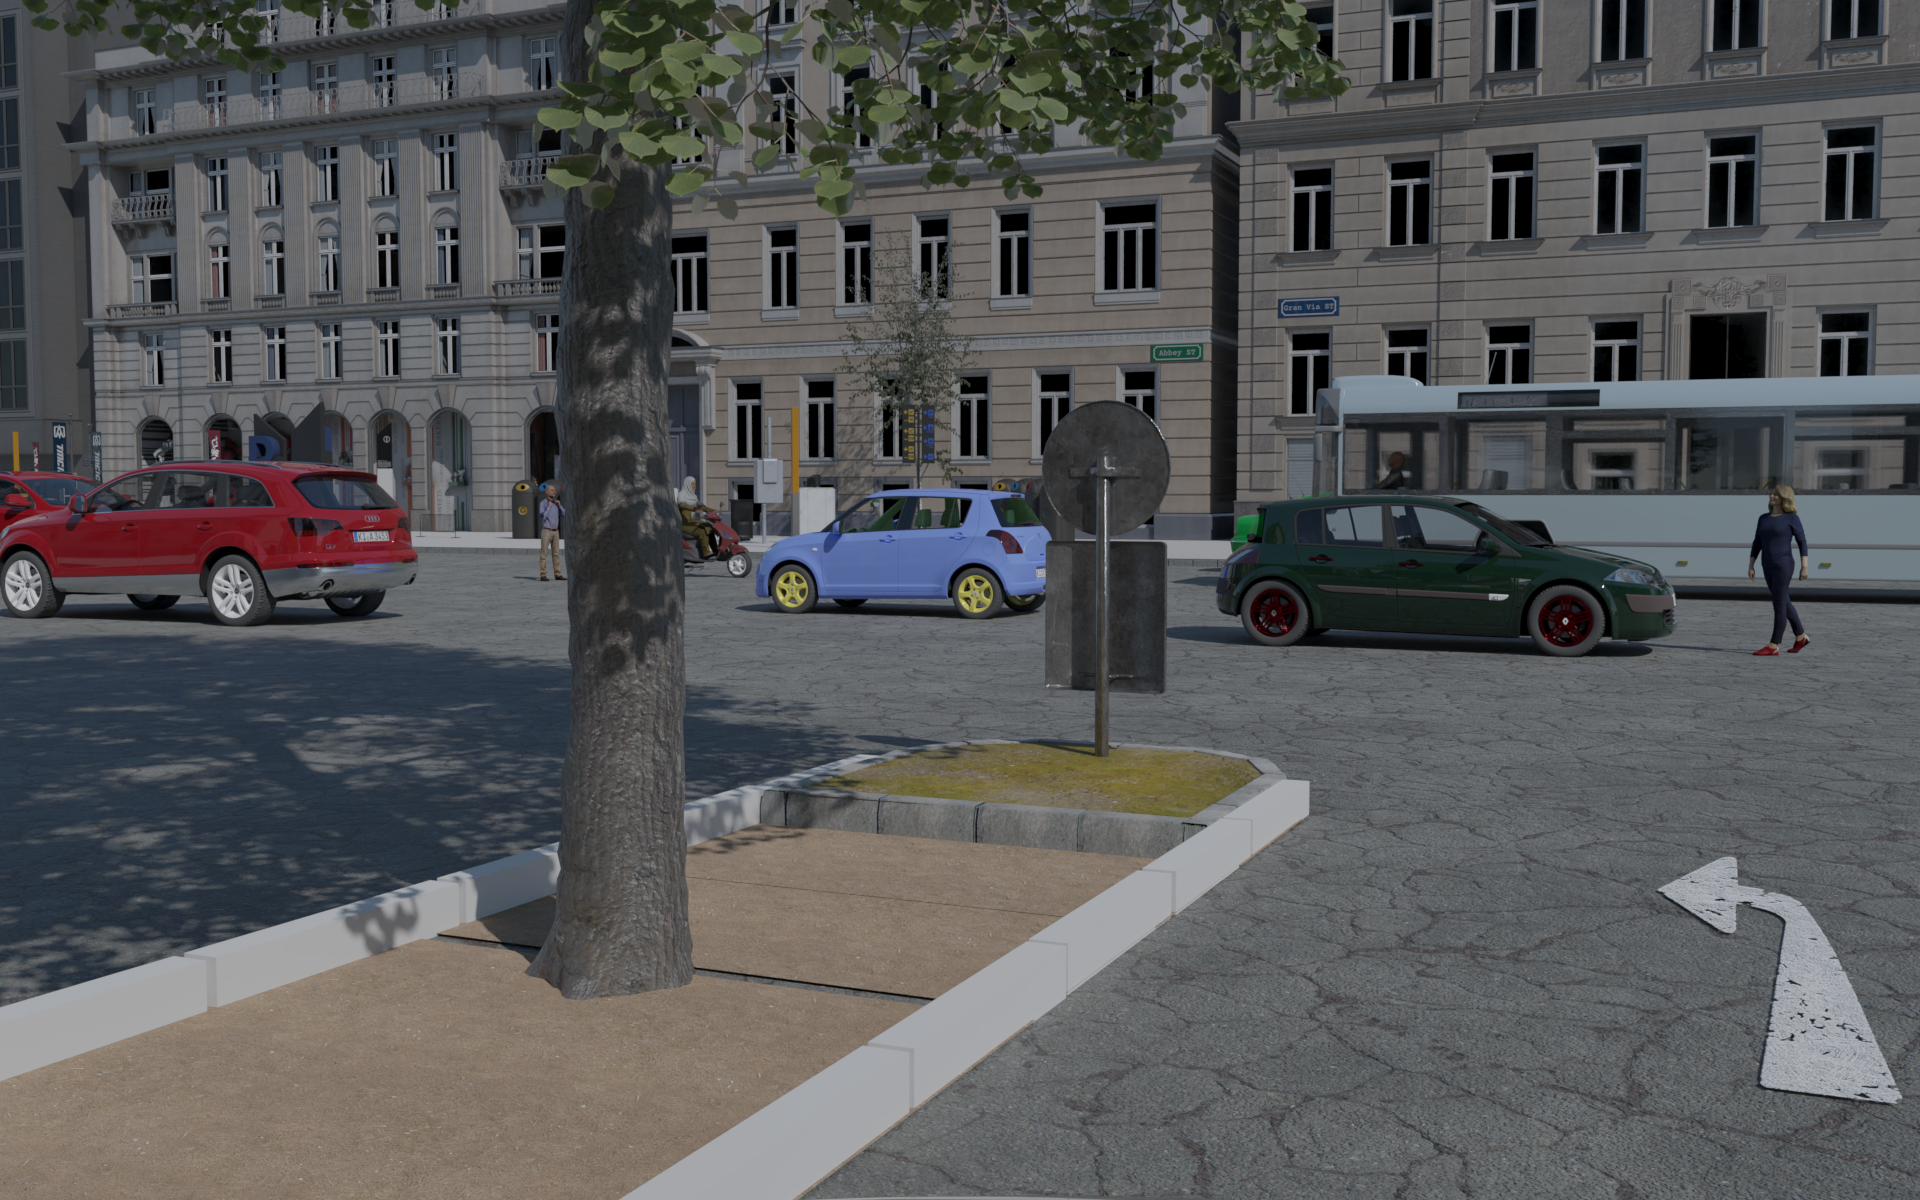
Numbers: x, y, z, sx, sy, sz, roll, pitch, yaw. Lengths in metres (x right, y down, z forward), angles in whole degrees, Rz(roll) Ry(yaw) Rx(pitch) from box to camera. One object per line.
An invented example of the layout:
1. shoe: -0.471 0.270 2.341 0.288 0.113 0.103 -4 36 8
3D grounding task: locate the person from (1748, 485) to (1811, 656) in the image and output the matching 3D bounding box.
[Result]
1. person: 7.337 -0.269 15.445 0.613 1.512 0.480 -3 5 -43

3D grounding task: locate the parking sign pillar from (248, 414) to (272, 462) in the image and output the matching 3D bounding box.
1. parking sign pillar: -23.052 -4.234 57.697 1.447 3.967 1.447 2 4 23

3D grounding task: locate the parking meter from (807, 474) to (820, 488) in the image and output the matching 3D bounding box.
1. parking meter: -4.339 -2.793 51.379 0.255 1.863 0.399 2 4 33

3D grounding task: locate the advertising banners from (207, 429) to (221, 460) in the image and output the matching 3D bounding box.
1. advertising banners: -20.027 -3.156 47.794 0.090 3.025 2.074 1 4 16

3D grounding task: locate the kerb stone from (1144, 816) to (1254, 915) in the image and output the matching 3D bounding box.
1. kerb stone: 0.884 0.968 6.371 0.120 0.150 1.000 2 4 24

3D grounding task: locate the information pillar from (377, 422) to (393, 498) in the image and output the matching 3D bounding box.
1. information pillar: -18.755 -3.988 56.556 0.504 3.616 0.183 0 4 -1

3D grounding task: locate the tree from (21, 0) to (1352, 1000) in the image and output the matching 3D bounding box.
1. tree: -0.925 -5.172 5.154 7.486 12.596 7.792 0 3 0

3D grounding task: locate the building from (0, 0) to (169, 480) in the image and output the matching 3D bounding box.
1. building: -41.484 -17.241 75.395 24.014 27.812 14.314 2 4 24

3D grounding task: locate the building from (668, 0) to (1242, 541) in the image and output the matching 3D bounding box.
1. building: 0.507 -16.539 56.322 20.117 28.700 13.634 2 4 24

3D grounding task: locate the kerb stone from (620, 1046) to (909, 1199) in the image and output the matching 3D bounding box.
1. kerb stone: -0.375 1.140 3.552 0.120 0.150 1.000 2 4 24

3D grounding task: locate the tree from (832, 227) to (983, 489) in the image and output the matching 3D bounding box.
1. tree: -1.222 -5.935 47.402 4.360 8.622 3.978 0 3 0

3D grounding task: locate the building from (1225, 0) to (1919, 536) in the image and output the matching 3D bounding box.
1. building: 20.789 -15.235 46.349 25.104 27.353 12.463 2 4 24

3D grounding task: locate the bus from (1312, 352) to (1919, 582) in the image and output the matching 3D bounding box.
1. bus: 10.799 -1.789 24.111 13.247 3.499 2.948 1 4 23

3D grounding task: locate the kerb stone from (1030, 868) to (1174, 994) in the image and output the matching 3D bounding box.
1. kerb stone: 0.457 1.026 5.427 0.120 0.150 1.000 2 4 24

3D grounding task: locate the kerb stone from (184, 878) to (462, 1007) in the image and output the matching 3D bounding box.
1. kerb stone: -1.909 1.035 5.276 0.120 0.150 1.000 2 4 24

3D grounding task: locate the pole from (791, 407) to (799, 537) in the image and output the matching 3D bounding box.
1. pole: -3.893 -2.875 40.853 0.158 3.312 0.155 0 3 0

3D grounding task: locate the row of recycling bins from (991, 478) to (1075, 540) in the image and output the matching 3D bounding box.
1. row of recycling bins: 1.858 -2.266 44.161 1.069 1.692 3.534 -2 4 -26

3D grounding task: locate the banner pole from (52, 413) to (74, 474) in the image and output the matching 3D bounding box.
1. banner pole: -27.460 -3.862 53.169 0.401 3.779 0.863 2 4 26

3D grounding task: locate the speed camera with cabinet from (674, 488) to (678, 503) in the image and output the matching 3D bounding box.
1. speed camera with cabinet: -8.364 -3.329 48.769 0.660 3.252 2.038 -1 4 -18

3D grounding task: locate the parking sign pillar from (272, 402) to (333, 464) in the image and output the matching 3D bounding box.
1. parking sign pillar: -19.149 -3.837 51.207 1.447 3.967 1.447 2 4 30

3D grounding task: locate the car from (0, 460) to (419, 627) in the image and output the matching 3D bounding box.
1. car: -8.849 -0.700 20.125 5.304 1.827 2.281 1 4 22

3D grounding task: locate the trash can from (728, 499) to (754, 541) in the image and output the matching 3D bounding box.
1. trash can: -5.968 -2.186 47.399 0.748 1.137 0.748 0 3 0

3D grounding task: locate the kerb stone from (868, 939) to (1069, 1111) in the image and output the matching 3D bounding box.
1. kerb stone: 0.043 1.083 4.489 0.120 0.150 1.000 2 4 24

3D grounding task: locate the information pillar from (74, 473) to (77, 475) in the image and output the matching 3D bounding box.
1. information pillar: -30.877 -3.403 60.137 0.304 2.012 0.304 1 4 11

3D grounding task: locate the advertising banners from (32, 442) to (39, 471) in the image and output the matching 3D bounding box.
1. advertising banners: -31.069 -3.834 58.877 0.090 3.025 2.074 0 4 -6

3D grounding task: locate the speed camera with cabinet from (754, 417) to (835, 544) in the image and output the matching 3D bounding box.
1. speed camera with cabinet: -4.307 -3.102 45.049 2.038 3.252 0.660 -1 4 -17

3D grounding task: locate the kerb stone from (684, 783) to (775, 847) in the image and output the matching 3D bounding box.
1. kerb stone: -1.079 0.920 7.161 0.120 0.150 1.000 2 4 24

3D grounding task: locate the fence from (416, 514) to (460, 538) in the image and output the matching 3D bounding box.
1. fence: -15.433 -2.189 51.170 2.069 0.683 0.278 3 5 43

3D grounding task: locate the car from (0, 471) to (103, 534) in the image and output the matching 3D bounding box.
1. car: -14.955 -1.196 28.232 5.304 1.827 2.281 2 4 24

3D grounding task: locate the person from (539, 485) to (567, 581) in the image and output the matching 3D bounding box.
1. person: -6.737 -1.104 28.613 0.319 1.574 0.516 3 5 42

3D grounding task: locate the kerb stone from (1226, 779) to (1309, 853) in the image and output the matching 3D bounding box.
1. kerb stone: 1.302 0.910 7.309 0.120 0.150 1.000 2 4 24

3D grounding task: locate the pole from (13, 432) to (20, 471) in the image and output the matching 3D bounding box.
1. pole: -30.967 -3.856 56.887 0.158 3.312 0.155 0 3 0

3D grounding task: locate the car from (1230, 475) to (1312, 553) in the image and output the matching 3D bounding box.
1. car: 7.272 -1.367 31.148 4.718 1.807 1.959 2 4 26

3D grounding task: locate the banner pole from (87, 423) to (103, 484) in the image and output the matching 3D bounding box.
1. banner pole: -30.627 -4.360 61.306 0.863 3.779 0.401 2 4 26

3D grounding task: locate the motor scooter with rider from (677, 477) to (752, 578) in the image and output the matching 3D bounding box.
1. motor scooter with rider: -4.478 -1.280 29.890 1.986 1.779 0.876 2 4 25

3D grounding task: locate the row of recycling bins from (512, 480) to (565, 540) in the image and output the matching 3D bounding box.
1. row of recycling bins: -11.253 -2.567 49.076 3.534 1.692 1.069 2 4 28

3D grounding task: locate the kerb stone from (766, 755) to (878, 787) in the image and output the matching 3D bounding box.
1. kerb stone: -0.645 0.868 8.093 0.120 0.150 1.000 2 4 24

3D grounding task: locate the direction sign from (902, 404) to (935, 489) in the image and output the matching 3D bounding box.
1. direction sign: -1.051 -3.179 43.969 0.876 3.537 0.379 -2 4 -24

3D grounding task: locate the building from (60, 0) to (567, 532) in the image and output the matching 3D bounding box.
1. building: -19.657 -13.684 65.527 24.055 21.916 13.314 2 4 24

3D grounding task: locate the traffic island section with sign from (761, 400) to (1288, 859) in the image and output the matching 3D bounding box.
1. traffic island section with sign: 0.454 0.013 7.923 2.006 1.907 1.989 2 4 24

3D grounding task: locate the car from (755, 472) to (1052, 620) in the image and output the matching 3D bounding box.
1. car: -0.678 -0.696 20.972 3.694 1.707 1.945 1 4 23

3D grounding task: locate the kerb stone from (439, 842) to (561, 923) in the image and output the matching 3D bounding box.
1. kerb stone: -1.488 0.977 6.220 0.120 0.150 1.000 2 4 24

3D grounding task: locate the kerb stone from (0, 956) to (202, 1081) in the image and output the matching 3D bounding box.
1. kerb stone: -2.330 1.093 4.332 0.120 0.150 1.000 2 4 24

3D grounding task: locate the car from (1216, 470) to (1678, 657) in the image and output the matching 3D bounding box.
1. car: 4.533 -0.404 16.399 4.222 1.686 2.009 2 4 24
